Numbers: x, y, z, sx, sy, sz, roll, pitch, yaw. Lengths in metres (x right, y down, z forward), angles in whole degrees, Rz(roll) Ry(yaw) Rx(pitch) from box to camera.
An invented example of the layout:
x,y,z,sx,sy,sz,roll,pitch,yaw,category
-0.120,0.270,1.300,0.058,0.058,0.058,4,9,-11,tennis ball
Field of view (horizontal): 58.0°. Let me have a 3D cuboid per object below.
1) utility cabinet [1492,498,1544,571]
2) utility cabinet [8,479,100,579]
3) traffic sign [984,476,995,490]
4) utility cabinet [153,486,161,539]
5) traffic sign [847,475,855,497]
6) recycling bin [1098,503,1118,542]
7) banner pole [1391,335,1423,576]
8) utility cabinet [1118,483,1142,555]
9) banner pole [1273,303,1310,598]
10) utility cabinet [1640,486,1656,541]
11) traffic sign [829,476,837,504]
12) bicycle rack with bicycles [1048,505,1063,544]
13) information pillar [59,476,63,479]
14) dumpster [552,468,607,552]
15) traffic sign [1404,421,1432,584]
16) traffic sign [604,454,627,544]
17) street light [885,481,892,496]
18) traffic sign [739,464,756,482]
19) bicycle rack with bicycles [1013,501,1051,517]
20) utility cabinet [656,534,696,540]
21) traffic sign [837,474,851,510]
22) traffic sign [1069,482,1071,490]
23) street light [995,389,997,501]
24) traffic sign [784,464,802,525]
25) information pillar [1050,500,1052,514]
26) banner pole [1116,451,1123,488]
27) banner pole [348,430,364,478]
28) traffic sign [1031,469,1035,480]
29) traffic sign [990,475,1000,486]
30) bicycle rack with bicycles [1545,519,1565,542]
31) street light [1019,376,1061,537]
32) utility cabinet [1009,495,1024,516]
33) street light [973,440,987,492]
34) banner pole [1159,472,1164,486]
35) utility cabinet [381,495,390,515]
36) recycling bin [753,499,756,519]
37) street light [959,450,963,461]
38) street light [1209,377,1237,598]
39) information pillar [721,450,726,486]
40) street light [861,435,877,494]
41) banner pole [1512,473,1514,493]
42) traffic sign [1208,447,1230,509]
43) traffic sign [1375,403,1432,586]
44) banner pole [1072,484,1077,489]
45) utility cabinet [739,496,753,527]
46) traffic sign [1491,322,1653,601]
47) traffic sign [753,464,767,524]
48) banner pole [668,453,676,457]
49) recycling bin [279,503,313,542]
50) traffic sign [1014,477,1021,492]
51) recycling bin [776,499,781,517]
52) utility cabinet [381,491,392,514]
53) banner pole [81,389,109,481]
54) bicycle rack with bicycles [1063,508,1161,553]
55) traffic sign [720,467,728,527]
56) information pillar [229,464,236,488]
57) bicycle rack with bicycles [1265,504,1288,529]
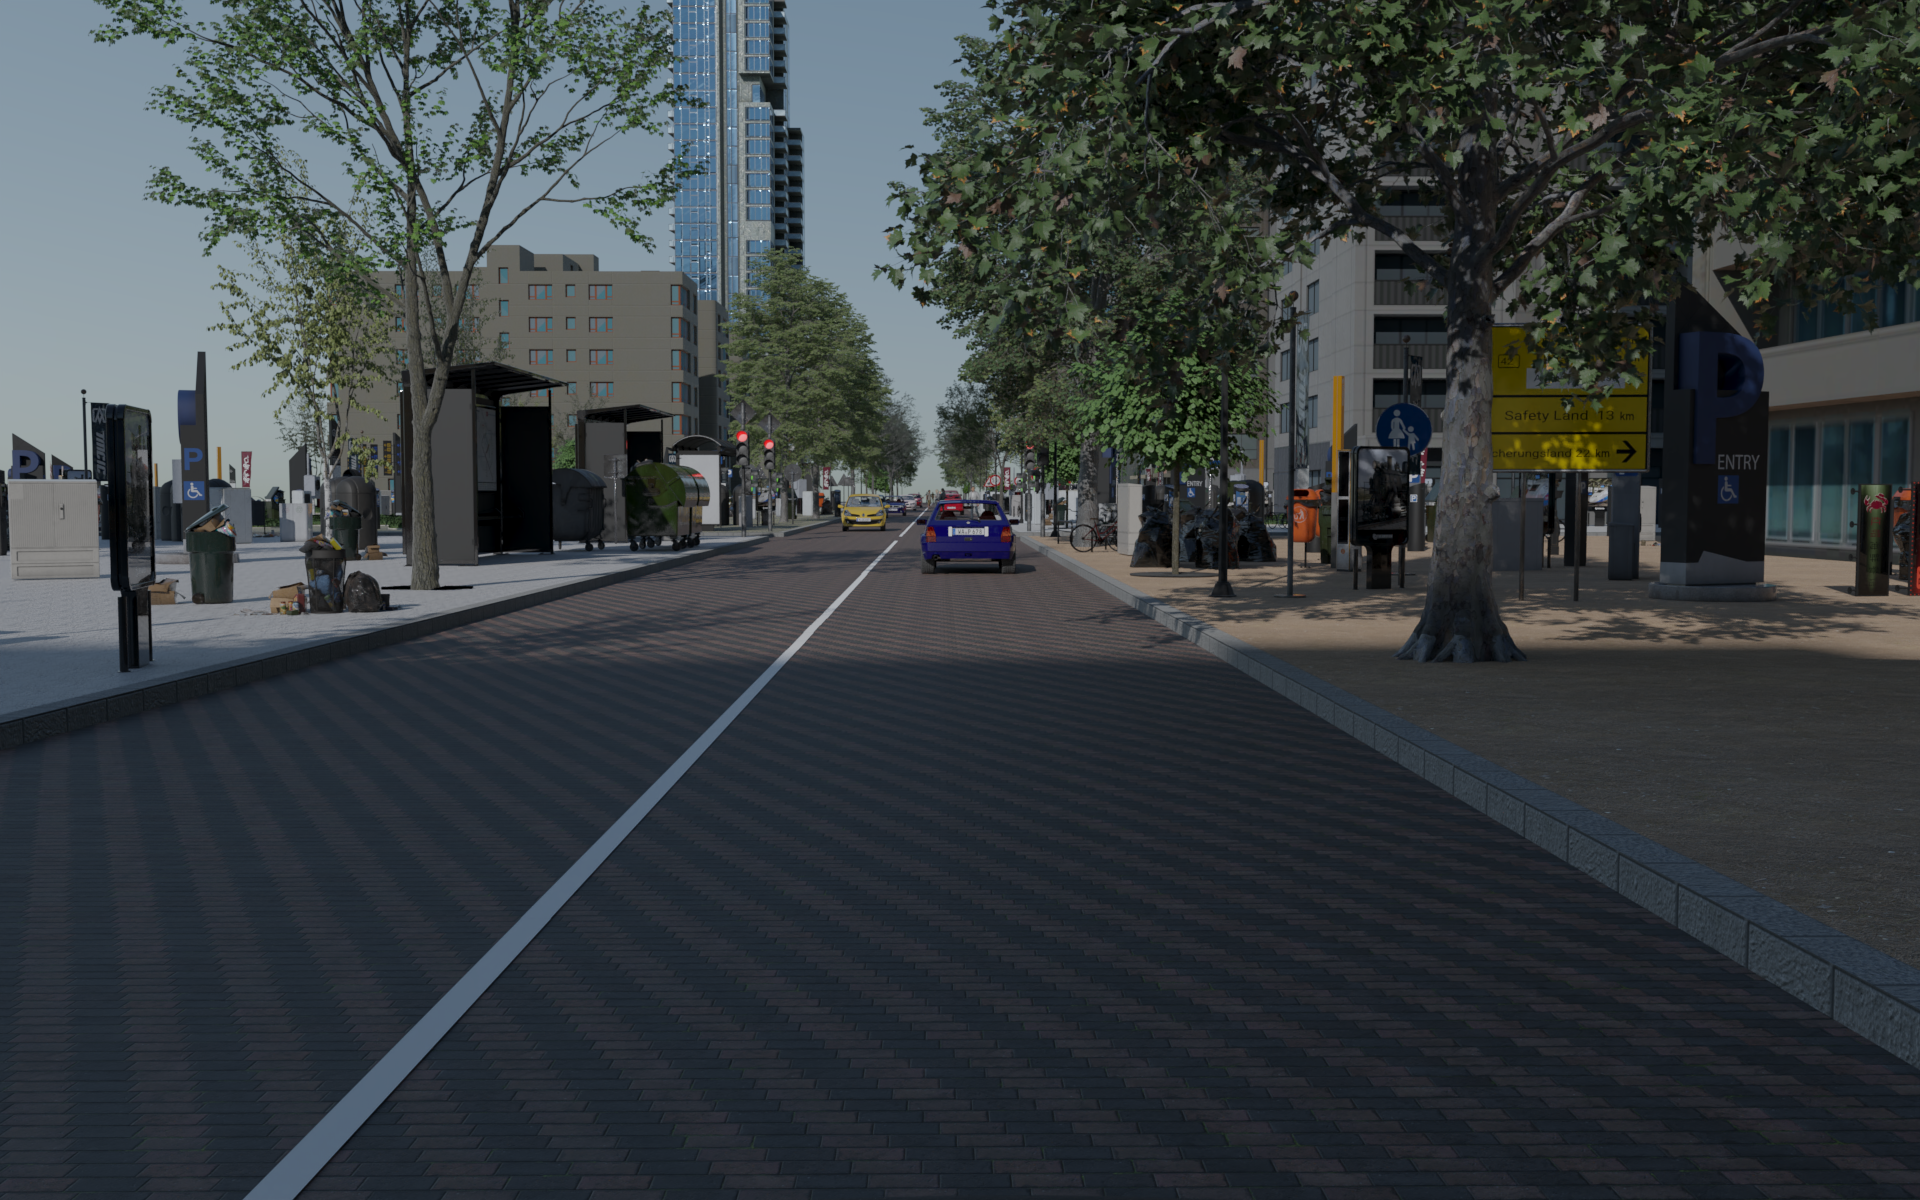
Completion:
x,y,z,sx,sy,sz,roll,pitch,yaw,category
9.273,-1.096,29.085,1.020,1.237,0.306,-1,4,-17,utility cabinet
-13.622,-1.062,26.047,1.173,1.500,0.318,-2,4,-31,utility cabinet
2.116,-7.541,123.291,0.884,2.594,0.081,0,4,3,traffic sign
-22.957,-2.475,49.141,1.173,1.500,0.318,3,4,38,utility cabinet
-7.506,-7.129,116.564,0.884,2.594,0.081,0,4,0,traffic sign
3.869,-2.076,46.499,0.722,1.027,0.722,0,4,8,recycling bin
7.151,-2.291,27.478,0.401,3.779,0.863,3,4,38,banner pole
3.581,-1.697,36.425,0.318,1.500,1.173,0,4,-5,utility cabinet
4.129,-1.906,21.187,0.401,3.779,0.863,0,4,-7,banner pole
18.316,-2.341,46.947,1.173,1.500,0.318,-2,4,-24,utility cabinet
-8.902,-7.358,120.314,0.884,2.594,0.081,0,4,4,traffic sign
3.631,-1.870,43.958,2.852,0.926,2.925,0,4,-7,bicycle rack with bicycles
-35.635,-3.942,68.942,0.304,2.012,0.304,-3,5,-44,information pillar
-8.788,-2.048,39.248,1.264,1.857,1.865,0,4,-1,dumpster
6.341,-1.508,24.765,0.768,2.556,0.104,0,4,6,traffic sign
-8.846,-2.590,44.475,0.606,2.300,0.079,0,4,4,traffic sign
-7.563,-11.865,166.531,1.470,5.913,1.316,0,4,-1,street light
-8.885,-4.435,72.614,0.768,2.556,0.104,1,4,9,traffic sign
4.037,-5.101,96.791,2.852,0.926,2.925,0,4,4,bicycle rack with bicycles
-7.855,-2.393,47.808,0.318,1.500,1.173,3,5,41,utility cabinet
-7.283,-6.647,108.683,0.884,2.594,0.081,0,4,5,traffic sign
5.305,-5.098,83.451,0.768,2.556,0.104,0,4,4,traffic sign
2.155,-6.299,75.531,1.470,5.913,1.316,0,4,-1,street light
-7.005,-4.429,72.528,0.768,2.556,0.104,0,4,6,traffic sign
5.637,-6.147,104.996,0.304,2.012,0.304,2,4,26,information pillar
8.212,-6.086,89.518,0.863,3.779,0.401,-3,5,-43,banner pole
-23.583,-4.759,67.822,0.401,3.779,0.863,3,4,37,banner pole
3.669,-4.920,80.541,0.768,2.556,0.104,0,4,3,traffic sign
2.303,-6.885,112.673,0.768,2.556,0.104,0,4,0,traffic sign
15.218,-2.033,46.616,2.852,0.926,2.925,-2,4,-29,bicycle rack with bicycles
2.300,-4.830,51.504,1.470,5.913,1.316,0,4,-1,street light
3.420,-5.552,101.933,1.020,1.237,0.306,-1,4,-22,utility cabinet
1.648,-8.107,105.086,1.470,5.913,1.316,0,4,-1,street light
11.830,-6.846,101.941,0.401,3.779,0.863,2,4,30,banner pole
-31.602,-5.109,94.701,0.306,1.237,1.020,1,4,17,utility cabinet
-10.773,-4.637,88.367,0.722,1.027,0.722,0,4,-4,recycling bin
0.901,-12.750,181.000,1.470,5.913,1.316,0,4,-1,street light
2.740,-2.992,21.456,1.470,5.913,1.316,0,4,-1,street light
-11.829,-5.777,85.814,0.504,3.616,0.183,0,4,2,information pillar
-7.225,-10.009,136.186,1.470,5.913,1.316,0,4,-1,street light
22.529,-4.926,70.563,0.401,3.779,0.863,1,4,20,banner pole
5.110,-2.157,35.366,0.768,2.556,0.104,0,4,6,traffic sign
6.190,-1.476,24.243,0.768,2.556,0.104,1,4,8,traffic sign
7.077,-7.238,108.354,0.863,3.779,0.401,-3,5,-44,banner pole
-8.460,-3.498,68.360,0.306,1.237,1.020,-1,4,-23,utility cabinet
7.057,-1.638,20.653,2.265,3.308,0.079,0,4,4,traffic sign
-8.650,-4.555,74.482,0.884,2.594,0.081,0,3,0,traffic sign
-15.387,-6.339,93.665,0.863,3.779,0.401,-2,4,-32,banner pole
-17.928,-2.093,46.779,0.722,1.027,0.722,-1,4,-10,recycling bin
4.124,-7.321,119.806,0.768,2.556,0.104,0,4,4,traffic sign
-10.001,-5.245,98.303,0.722,1.027,0.722,-2,4,-24,recycling bin
-35.564,-6.036,107.373,0.318,1.500,1.173,3,5,39,utility cabinet
-20.757,-3.153,41.571,0.401,3.779,0.863,2,4,32,banner pole
4.106,-1.546,38.663,2.925,0.926,2.852,1,4,16,bicycle rack with bicycles
-9.189,-3.937,66.493,0.606,2.300,0.079,0,4,5,traffic sign
-56.439,-8.748,134.384,0.504,3.616,0.183,0,4,5,information pillar
12.400,-3.068,63.548,2.852,0.926,2.925,-1,4,-17,bicycle rack with bicycles
